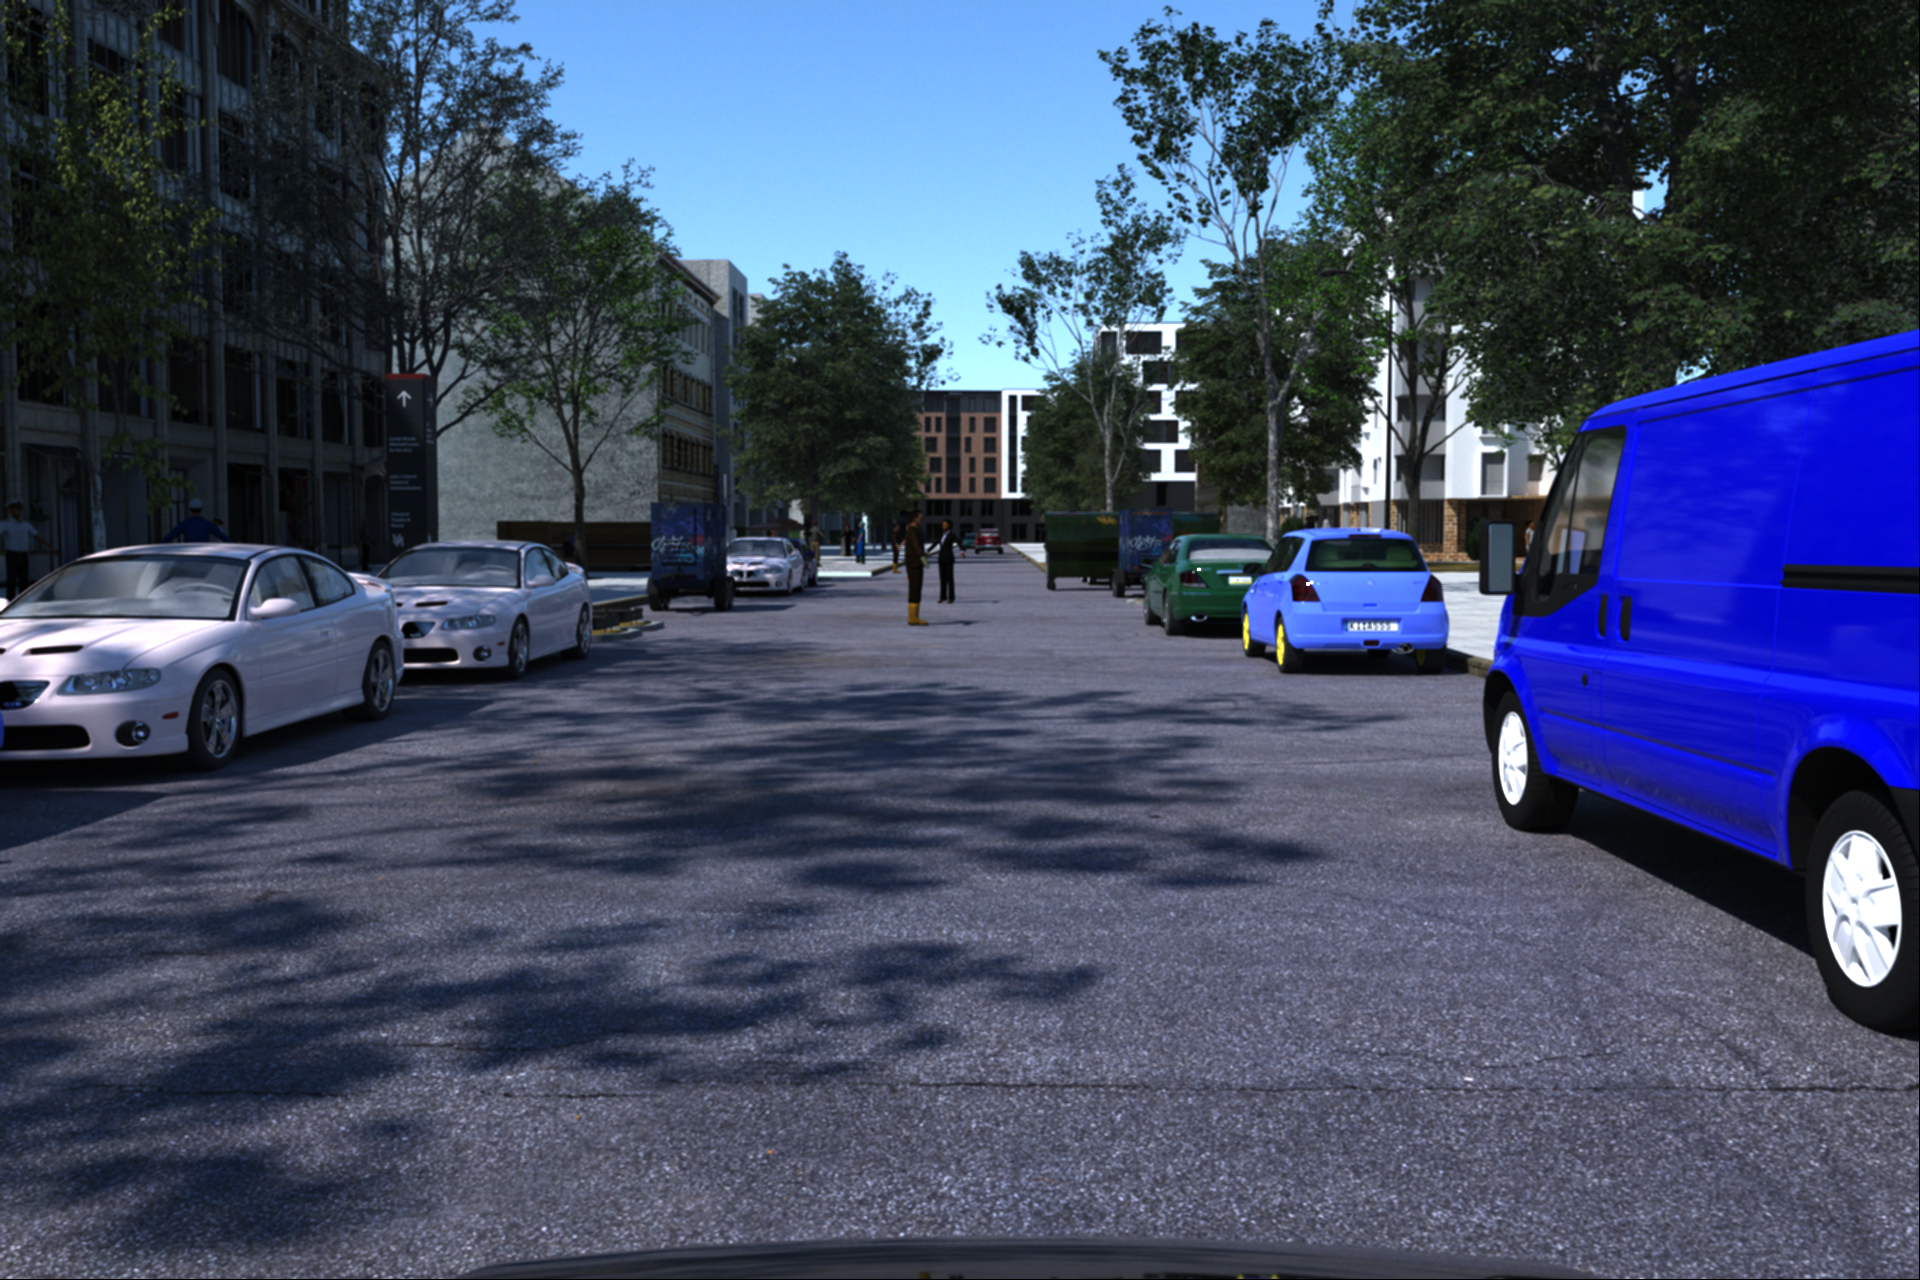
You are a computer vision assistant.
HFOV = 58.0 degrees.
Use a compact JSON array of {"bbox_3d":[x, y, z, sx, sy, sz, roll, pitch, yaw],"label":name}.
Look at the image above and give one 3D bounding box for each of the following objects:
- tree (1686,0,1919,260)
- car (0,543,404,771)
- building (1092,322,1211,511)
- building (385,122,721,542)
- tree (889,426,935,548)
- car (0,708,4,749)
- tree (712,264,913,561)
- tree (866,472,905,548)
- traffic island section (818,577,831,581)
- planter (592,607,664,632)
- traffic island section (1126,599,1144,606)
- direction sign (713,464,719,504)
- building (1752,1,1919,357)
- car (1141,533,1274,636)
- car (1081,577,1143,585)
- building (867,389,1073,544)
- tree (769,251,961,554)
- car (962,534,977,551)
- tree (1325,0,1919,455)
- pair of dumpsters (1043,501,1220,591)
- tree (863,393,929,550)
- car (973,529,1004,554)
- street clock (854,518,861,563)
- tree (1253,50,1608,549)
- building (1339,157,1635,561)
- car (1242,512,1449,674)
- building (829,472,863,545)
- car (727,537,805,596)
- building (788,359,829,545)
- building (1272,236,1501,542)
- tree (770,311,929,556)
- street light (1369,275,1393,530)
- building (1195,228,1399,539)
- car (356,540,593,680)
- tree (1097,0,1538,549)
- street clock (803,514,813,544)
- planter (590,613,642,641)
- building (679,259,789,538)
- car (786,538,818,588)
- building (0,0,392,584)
[{"bbox_3d":[9.540,-4.879,14.188,7.601,10.594,8.767,-2,4,-23],"label":"tree"},{"bbox_3d":[-5.381,0.023,11.987,2.083,1.381,4.827,0,4,1],"label":"car"},{"bbox_3d":[27.765,-20.749,183.214,27.936,21.610,32.646,0,4,1],"label":"building"},{"bbox_3d":[-25.130,-16.554,101.591,19.493,23.208,18.063,0,4,1],"label":"building"},{"bbox_3d":[-6.015,-14.368,160.676,9.928,11.665,9.643,0,3,0],"label":"tree"},{"bbox_3d":[-5.770,0.143,7.260,1.945,1.707,3.694,0,4,1],"label":"car"},{"bbox_3d":[-6.956,-10.790,83.076,9.857,13.997,8.962,0,3,0],"label":"tree"},{"bbox_3d":[-6.286,-11.923,145.309,4.737,8.622,4.395,0,3,0],"label":"tree"},{"bbox_3d":[-4.994,-1.864,53.337,1.991,0.108,1.994,0,4,1],"label":"traffic island section"},{"bbox_3d":[-5.528,-0.298,26.012,1.991,0.319,1.994,0,4,1],"label":"planter"},{"bbox_3d":[4.411,-0.759,35.277,1.991,0.108,1.994,0,4,1],"label":"traffic island section"},{"bbox_3d":[-7.906,-3.929,56.239,0.379,3.537,0.876,0,4,2],"label":"direction sign"},{"bbox_3d":[28.682,-13.121,42.253,11.050,23.595,19.941,0,4,1],"label":"building"},{"bbox_3d":[3.823,-0.859,25.849,2.131,1.459,4.920,0,4,0],"label":"car"},{"bbox_3d":[4.495,-2.515,50.158,2.155,1.783,4.494,0,4,0],"label":"car"},{"bbox_3d":[2.863,-25.004,255.239,32.646,21.610,27.936,0,4,-5],"label":"building"},{"bbox_3d":[-6.315,-15.817,114.505,12.611,20.169,13.585,0,3,0],"label":"tree"},{"bbox_3d":[1.121,-8.280,144.171,1.959,1.807,4.718,0,4,1],"label":"car"},{"bbox_3d":[10.036,-7.206,24.480,9.857,13.997,8.962,0,3,0],"label":"tree"},{"bbox_3d":[4.343,-2.402,44.217,4.436,2.255,1.574,0,4,0],"label":"pair of dumpsters"},{"bbox_3d":[-6.085,-13.399,137.198,7.486,12.596,7.792,0,3,0],"label":"tree"},{"bbox_3d":[2.105,-7.198,126.358,2.281,1.827,5.304,0,3,0],"label":"car"},{"bbox_3d":[-4.549,-4.453,77.375,0.358,2.002,0.471,0,4,2],"label":"street clock"},{"bbox_3d":[9.995,-6.848,37.725,9.928,11.665,9.643,0,3,0],"label":"tree"},{"bbox_3d":[25.925,-14.500,93.501,16.016,20.090,11.380,0,4,1],"label":"building"},{"bbox_3d":[4.143,-0.581,19.092,1.945,1.707,3.694,0,4,1],"label":"car"},{"bbox_3d":[-22.348,-21.883,224.244,16.747,18.905,31.486,0,4,2],"label":"building"},{"bbox_3d":[-4.804,-1.777,41.414,2.083,1.381,4.827,0,4,1],"label":"car"},{"bbox_3d":[-24.053,-19.813,190.402,16.747,18.905,31.486,0,4,0],"label":"building"},{"bbox_3d":[25.277,-15.571,111.011,16.016,20.090,11.380,0,4,2],"label":"building"},{"bbox_3d":[-6.657,-11.775,99.170,9.857,13.997,8.962,0,3,0],"label":"tree"},{"bbox_3d":[8.082,-3.541,30.432,1.470,5.913,1.316,0,4,1],"label":"street light"},{"bbox_3d":[27.780,-18.152,127.713,19.493,23.208,18.063,0,4,1],"label":"building"},{"bbox_3d":[-5.231,-0.378,18.549,2.083,1.381,4.827,0,4,1],"label":"car"},{"bbox_3d":[11.052,-12.149,54.523,12.611,20.169,13.585,0,3,0],"label":"tree"},{"bbox_3d":[-5.383,-3.466,61.246,0.358,2.002,0.471,0,4,3],"label":"street clock"},{"bbox_3d":[-5.499,-0.175,23.997,1.991,0.319,1.994,0,4,2],"label":"planter"},{"bbox_3d":[-22.896,-15.977,127.674,16.747,18.905,31.486,0,4,1],"label":"building"},{"bbox_3d":[-4.865,-2.097,46.872,1.945,1.354,3.894,0,4,1],"label":"car"},{"bbox_3d":[-28.909,-14.299,50.443,14.369,24.946,33.146,0,4,2],"label":"building"}]
